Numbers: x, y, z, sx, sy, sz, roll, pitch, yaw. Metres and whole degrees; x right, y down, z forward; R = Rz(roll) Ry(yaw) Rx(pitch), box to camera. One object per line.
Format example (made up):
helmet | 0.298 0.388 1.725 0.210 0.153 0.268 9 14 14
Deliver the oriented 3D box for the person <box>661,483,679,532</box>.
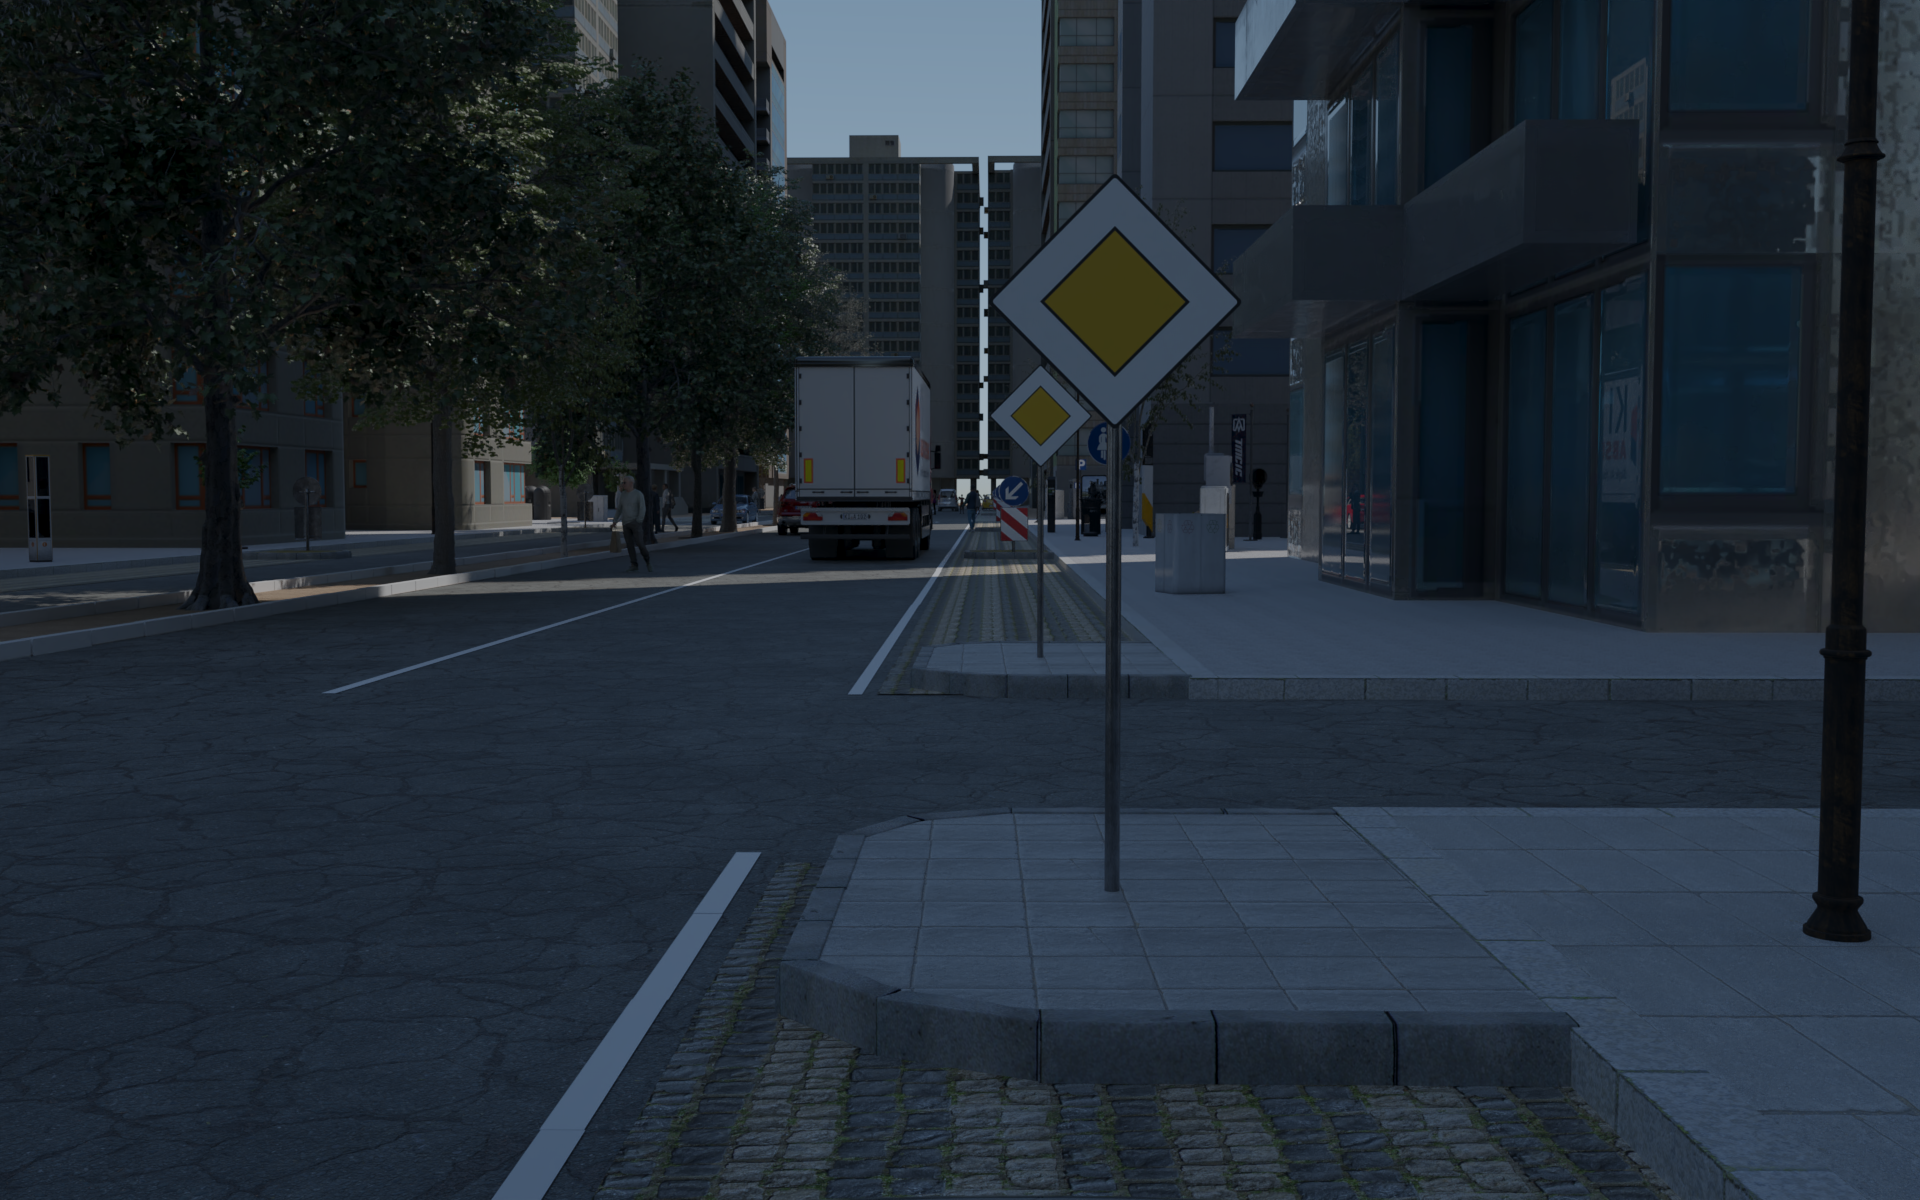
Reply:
person | -10.982 -3.458 65.143 0.850 1.850 0.679 1 4 14

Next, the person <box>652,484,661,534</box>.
person | -10.509 -3.095 59.526 0.576 1.772 0.534 2 4 24

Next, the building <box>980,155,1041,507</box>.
building | 14.577 -30.411 189.104 23.993 40.220 32.217 0 4 1

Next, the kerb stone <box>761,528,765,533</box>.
kerb stone | -7.432 -2.554 63.961 0.120 0.150 1.000 0 4 1

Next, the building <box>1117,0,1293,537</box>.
building | 16.399 -31.907 63.681 21.231 58.520 28.212 0 4 1

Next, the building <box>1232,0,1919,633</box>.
building | 19.263 -24.724 23.841 30.456 49.044 23.786 0 4 1

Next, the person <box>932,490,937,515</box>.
person | -1.826 -6.708 118.853 0.721 1.739 1.217 0 4 5

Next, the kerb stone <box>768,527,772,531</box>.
kerb stone | -7.396 -2.680 66.011 0.120 0.150 1.000 0 4 1

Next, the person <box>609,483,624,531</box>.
person | -12.783 -3.472 65.142 0.818 1.842 0.514 1 4 9

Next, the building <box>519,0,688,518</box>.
building | -33.288 -25.010 100.802 32.217 40.220 23.993 0 4 1

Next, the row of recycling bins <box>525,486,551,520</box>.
row of recycling bins | -21.554 -4.855 86.486 1.069 1.692 3.534 -3 5 -42

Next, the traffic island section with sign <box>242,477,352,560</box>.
traffic island section with sign | -14.685 -1.826 38.478 1.989 1.847 2.006 0 4 1

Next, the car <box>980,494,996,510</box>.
car | 2.760 -8.520 149.523 2.015 1.641 3.980 0 4 -1

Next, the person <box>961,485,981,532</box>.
person | 0.452 -3.413 64.655 0.623 1.781 0.721 -3 5 -41

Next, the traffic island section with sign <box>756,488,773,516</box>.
traffic island section with sign | -13.353 -6.544 115.623 1.989 1.847 2.006 0 4 1

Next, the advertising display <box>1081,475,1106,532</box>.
advertising display | 4.556 -3.260 58.522 0.974 1.923 0.123 2 4 30

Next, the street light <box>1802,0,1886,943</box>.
street light | 2.552 -1.962 4.862 0.468 5.910 1.993 0 4 1

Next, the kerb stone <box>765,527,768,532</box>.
kerb stone | -7.411 -2.617 64.989 0.120 0.150 1.000 0 4 1

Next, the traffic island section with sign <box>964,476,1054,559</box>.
traffic island section with sign | 1.089 -1.842 38.738 1.989 1.847 2.006 0 4 1

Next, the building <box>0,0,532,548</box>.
building | -31.371 -12.854 55.201 27.650 21.520 28.899 0 4 1

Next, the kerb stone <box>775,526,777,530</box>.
kerb stone | -7.362 -2.803 68.066 0.120 0.150 1.000 0 4 1

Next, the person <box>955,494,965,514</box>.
person | 0.142 -6.968 125.681 1.065 1.426 0.557 0 4 0

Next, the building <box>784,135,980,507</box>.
building | -9.403 -30.468 190.036 23.993 40.220 32.217 0 4 1

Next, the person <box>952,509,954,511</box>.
person | -0.557 -8.386 148.849 0.421 1.427 0.697 2 4 35

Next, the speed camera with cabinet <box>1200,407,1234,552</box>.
speed camera with cabinet | 5.745 -2.715 38.720 0.660 3.252 2.038 1 4 13

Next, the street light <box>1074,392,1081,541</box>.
street light | 3.239 -4.573 47.564 0.468 5.910 1.993 0 4 1

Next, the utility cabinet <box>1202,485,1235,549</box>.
utility cabinet | 6.034 -1.952 40.586 0.318 1.500 1.173 -1 4 -18

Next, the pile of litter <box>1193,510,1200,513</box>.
pile of litter | 6.184 -1.919 45.346 1.719 0.858 1.176 2 4 31

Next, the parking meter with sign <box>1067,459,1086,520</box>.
parking meter with sign | 5.821 -5.564 87.239 0.543 3.016 1.738 -1 4 -14

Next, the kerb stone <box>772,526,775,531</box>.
kerb stone | -7.379 -2.741 67.040 0.120 0.150 1.000 0 4 1

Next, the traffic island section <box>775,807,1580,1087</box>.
traffic island section | 0.512 1.019 5.619 2.009 0.180 2.903 0 4 1

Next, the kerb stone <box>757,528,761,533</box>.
kerb stone | -7.441 -2.492 62.933 0.120 0.150 1.000 0 4 1

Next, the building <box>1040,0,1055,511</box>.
building | 16.619 -30.425 121.157 21.300 48.544 21.600 0 4 1

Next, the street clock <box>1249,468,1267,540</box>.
street clock | 8.384 -2.703 48.756 0.471 2.002 0.358 -1 4 -17

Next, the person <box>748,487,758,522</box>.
person | -10.498 -4.812 87.454 0.573 1.790 0.520 0 4 -7

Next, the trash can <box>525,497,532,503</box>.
trash can | -21.058 -4.408 83.728 0.748 1.137 0.748 0 3 0

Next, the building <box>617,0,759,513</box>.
building | -26.590 -30.600 124.010 21.300 48.544 21.600 0 4 1

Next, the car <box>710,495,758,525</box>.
car | -10.762 -4.333 82.850 2.014 1.417 4.499 0 4 2

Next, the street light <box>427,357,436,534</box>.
street light | -16.756 -5.027 54.976 0.468 5.910 1.993 0 4 1

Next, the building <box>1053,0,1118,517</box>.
building | 12.581 -25.664 103.208 14.154 41.232 14.086 0 4 1

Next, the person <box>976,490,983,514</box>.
person | 1.167 -6.863 121.498 1.217 1.735 0.721 -3 5 -42

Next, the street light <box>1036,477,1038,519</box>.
street light | 3.937 -7.022 87.595 0.468 5.910 1.993 0 4 1

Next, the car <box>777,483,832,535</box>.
car | -5.290 -3.253 61.862 2.281 1.827 5.304 0 4 2

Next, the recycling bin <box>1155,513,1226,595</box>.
recycling bin | 2.991 -0.609 22.506 0.722 1.027 0.722 -1 4 -15

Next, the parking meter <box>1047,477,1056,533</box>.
parking meter | 3.043 -3.176 57.642 0.255 1.863 0.399 0 4 6

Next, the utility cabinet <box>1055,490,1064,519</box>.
utility cabinet | 4.786 -4.767 86.625 0.318 1.500 1.173 2 4 35

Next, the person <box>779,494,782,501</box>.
person | -11.812 -6.274 114.272 0.628 1.438 0.799 -3 5 -39

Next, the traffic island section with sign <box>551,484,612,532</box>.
traffic island section with sign | -14.228 -3.474 65.430 1.989 1.847 2.006 0 4 1

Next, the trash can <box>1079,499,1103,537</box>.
trash can | 3.957 -2.491 52.380 0.748 1.137 0.748 0 3 0

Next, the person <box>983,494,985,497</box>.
person | 2.346 -8.706 154.025 0.799 1.438 0.628 0 4 6

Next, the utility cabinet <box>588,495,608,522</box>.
utility cabinet | -16.912 -4.264 80.876 1.020 1.237 0.306 2 4 34

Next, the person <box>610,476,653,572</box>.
person | -6.092 -1.403 31.920 0.782 1.767 0.515 2 4 26

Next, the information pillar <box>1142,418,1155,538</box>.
information pillar | 5.431 -3.592 50.084 0.183 3.616 0.504 3 4 37

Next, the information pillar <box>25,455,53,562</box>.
information pillar | -17.327 -1.719 32.592 0.304 2.012 0.304 2 4 33

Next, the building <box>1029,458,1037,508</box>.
building | 17.490 -50.983 146.238 22.319 86.520 31.000 0 4 1

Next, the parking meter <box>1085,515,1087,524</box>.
parking meter | 5.469 -4.269 75.502 0.399 1.863 0.255 -3 5 -44

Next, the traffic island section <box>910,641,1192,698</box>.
traffic island section | 0.650 0.531 13.603 2.009 0.180 2.903 0 4 1

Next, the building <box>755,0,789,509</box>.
building | -23.375 -30.913 155.539 14.200 45.320 14.600 0 4 1
